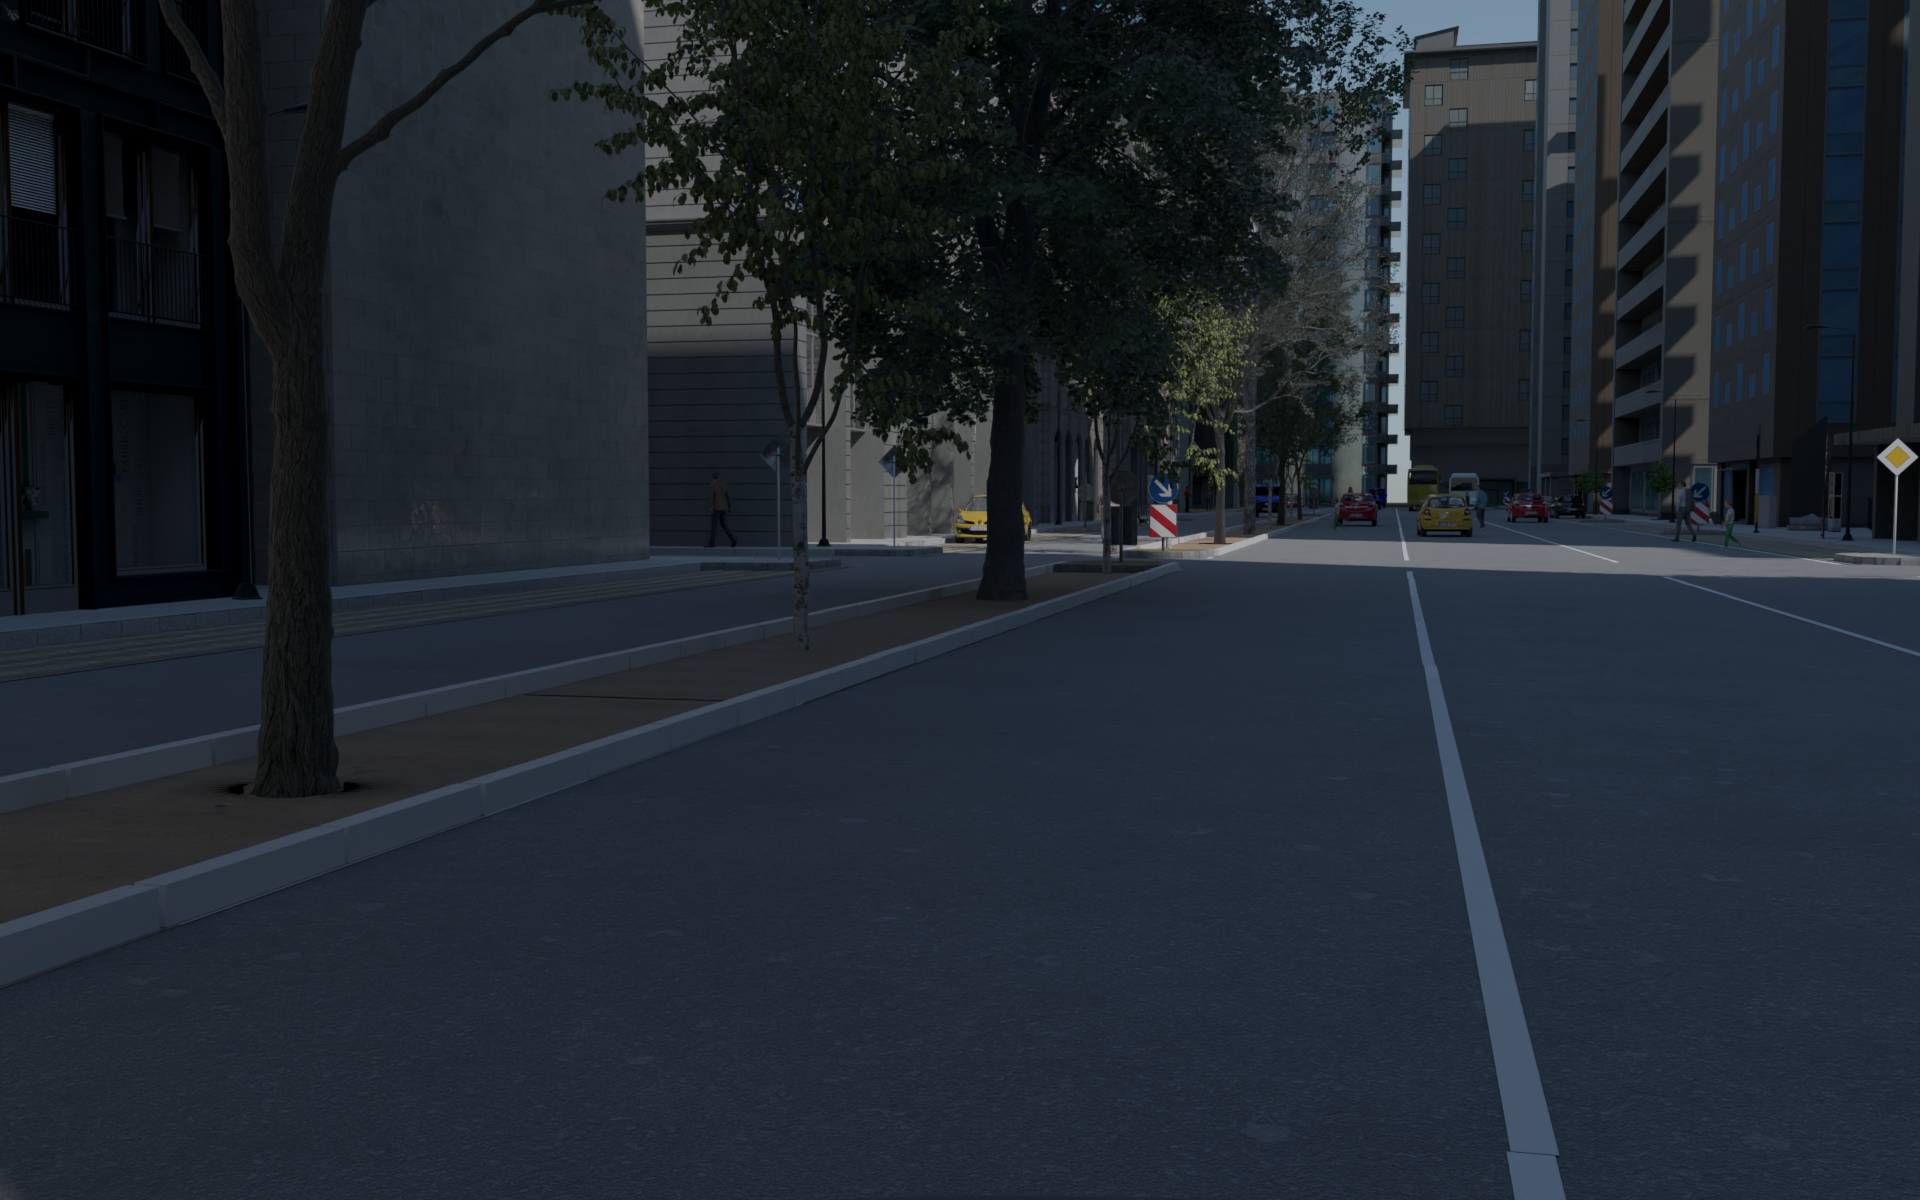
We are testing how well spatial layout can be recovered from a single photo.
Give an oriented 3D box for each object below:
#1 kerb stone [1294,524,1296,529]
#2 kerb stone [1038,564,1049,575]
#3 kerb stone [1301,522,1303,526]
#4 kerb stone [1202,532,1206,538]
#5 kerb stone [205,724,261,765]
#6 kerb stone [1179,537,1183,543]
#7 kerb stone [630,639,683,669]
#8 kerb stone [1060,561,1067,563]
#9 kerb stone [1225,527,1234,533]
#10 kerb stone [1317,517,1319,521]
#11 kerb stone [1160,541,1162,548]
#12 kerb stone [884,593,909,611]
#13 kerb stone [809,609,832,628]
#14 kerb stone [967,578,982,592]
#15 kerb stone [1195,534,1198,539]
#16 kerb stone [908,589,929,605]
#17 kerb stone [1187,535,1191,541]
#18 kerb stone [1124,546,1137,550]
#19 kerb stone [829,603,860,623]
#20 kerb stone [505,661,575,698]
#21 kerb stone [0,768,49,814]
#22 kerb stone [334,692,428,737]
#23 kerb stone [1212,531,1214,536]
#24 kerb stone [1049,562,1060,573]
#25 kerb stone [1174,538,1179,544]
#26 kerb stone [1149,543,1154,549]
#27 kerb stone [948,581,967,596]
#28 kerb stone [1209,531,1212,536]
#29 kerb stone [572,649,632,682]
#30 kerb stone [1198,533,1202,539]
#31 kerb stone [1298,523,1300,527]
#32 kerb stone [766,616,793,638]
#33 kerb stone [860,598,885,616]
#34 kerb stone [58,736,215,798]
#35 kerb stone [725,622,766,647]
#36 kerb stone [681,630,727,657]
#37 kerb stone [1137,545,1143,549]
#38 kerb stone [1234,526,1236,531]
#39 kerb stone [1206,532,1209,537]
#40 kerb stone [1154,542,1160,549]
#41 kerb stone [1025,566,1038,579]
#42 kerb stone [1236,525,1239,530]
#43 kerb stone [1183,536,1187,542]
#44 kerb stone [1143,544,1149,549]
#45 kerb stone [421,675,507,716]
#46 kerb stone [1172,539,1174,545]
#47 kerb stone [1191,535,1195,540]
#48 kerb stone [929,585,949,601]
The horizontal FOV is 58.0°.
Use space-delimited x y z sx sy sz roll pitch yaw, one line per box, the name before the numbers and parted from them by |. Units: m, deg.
kerb stone | 13.257 -2.879 69.348 0.120 0.150 1.000 1 4 14
kerb stone | 1.371 -0.508 30.503 0.120 0.150 1.000 1 4 14
kerb stone | 14.503 -3.184 74.321 0.120 0.150 1.000 1 4 14
kerb stone | 7.734 -2.060 55.920 0.120 0.150 1.000 1 4 14
kerb stone | -3.848 0.771 9.597 0.120 0.150 1.000 1 4 14
kerb stone | 6.233 -1.697 49.943 0.120 0.150 1.000 1 4 14
kerb stone | -2.610 0.466 14.577 0.120 0.150 1.000 1 4 14
kerb stone | 1.869 -0.630 32.488 0.120 0.150 1.000 1 4 14
kerb stone | 10.223 -2.672 65.888 0.120 0.150 1.000 1 4 14
kerb stone | 18.478 -4.162 90.246 0.120 0.150 1.000 1 4 14
kerb stone | 5.240 -1.453 45.966 0.120 0.150 1.000 1 4 14
kerb stone | -0.862 0.040 21.547 0.120 0.150 1.000 1 4 14
kerb stone | -1.611 0.227 18.562 0.120 0.150 1.000 1 4 14
kerb stone | 0.131 -0.204 25.526 0.120 0.150 1.000 1 4 14
kerb stone | 7.226 -1.938 53.930 0.120 0.150 1.000 1 4 14
kerb stone | -0.619 -0.021 22.541 0.120 0.150 1.000 1 4 14
kerb stone | 6.731 -1.816 51.934 0.120 0.150 1.000 1 4 14
kerb stone | 4.005 -1.149 40.988 0.120 0.150 1.000 1 4 14
kerb stone | -1.365 0.161 19.561 0.120 0.150 1.000 1 4 14
kerb stone | -3.102 0.588 12.588 0.120 0.150 1.000 1 4 14
kerb stone | -4.354 0.894 7.617 0.120 0.150 1.000 1 4 14
kerb stone | -3.602 0.709 10.605 0.120 0.150 1.000 1 4 14
kerb stone | 8.487 -2.243 58.915 0.120 0.150 1.000 1 4 14
kerb stone | 1.629 -0.569 31.492 0.120 0.150 1.000 1 4 14
kerb stone | 5.990 -1.634 48.949 0.120 0.150 1.000 1 4 14
kerb stone | 4.744 -1.332 43.982 0.120 0.150 1.000 1 4 14
kerb stone | -0.120 -0.143 24.535 0.120 0.150 1.000 1 4 14
kerb stone | 8.230 -2.185 57.913 0.120 0.150 1.000 1 4 14
kerb stone | -2.866 0.527 13.587 0.120 0.150 1.000 1 4 14
kerb stone | 7.486 -1.999 54.919 0.120 0.150 1.000 1 4 14
kerb stone | 14.006 -3.065 72.334 0.120 0.150 1.000 1 4 14
kerb stone | -1.858 0.283 17.562 0.120 0.150 1.000 1 4 14
kerb stone | -1.115 0.102 20.557 0.120 0.150 1.000 1 4 14
kerb stone | -4.097 0.831 8.605 0.120 0.150 1.000 1 4 14
kerb stone | -2.114 0.344 16.568 0.120 0.150 1.000 1 4 14
kerb stone | -2.363 0.405 15.568 0.120 0.150 1.000 1 4 14
kerb stone | 4.244 -1.210 41.983 0.120 0.150 1.000 1 4 14
kerb stone | 10.468 -2.727 66.885 0.120 0.150 1.000 1 4 14
kerb stone | 7.979 -2.124 56.922 0.120 0.150 1.000 1 4 14
kerb stone | 4.993 -1.393 44.974 0.120 0.150 1.000 1 4 14
kerb stone | 1.129 -0.447 29.510 0.120 0.150 1.000 1 4 14
kerb stone | 10.724 -2.794 67.875 0.120 0.150 1.000 1 4 14
kerb stone | 6.486 -1.751 50.942 0.120 0.150 1.000 1 4 14
kerb stone | 4.497 -1.271 42.977 0.120 0.150 1.000 1 4 14
kerb stone | -3.351 0.648 11.596 0.120 0.150 1.000 1 4 14
kerb stone | 5.736 -1.575 47.959 0.120 0.150 1.000 1 4 14
kerb stone | 6.980 -1.880 52.937 0.120 0.150 1.000 1 4 14
kerb stone | -0.362 -0.082 23.539 0.120 0.150 1.000 1 4 14
